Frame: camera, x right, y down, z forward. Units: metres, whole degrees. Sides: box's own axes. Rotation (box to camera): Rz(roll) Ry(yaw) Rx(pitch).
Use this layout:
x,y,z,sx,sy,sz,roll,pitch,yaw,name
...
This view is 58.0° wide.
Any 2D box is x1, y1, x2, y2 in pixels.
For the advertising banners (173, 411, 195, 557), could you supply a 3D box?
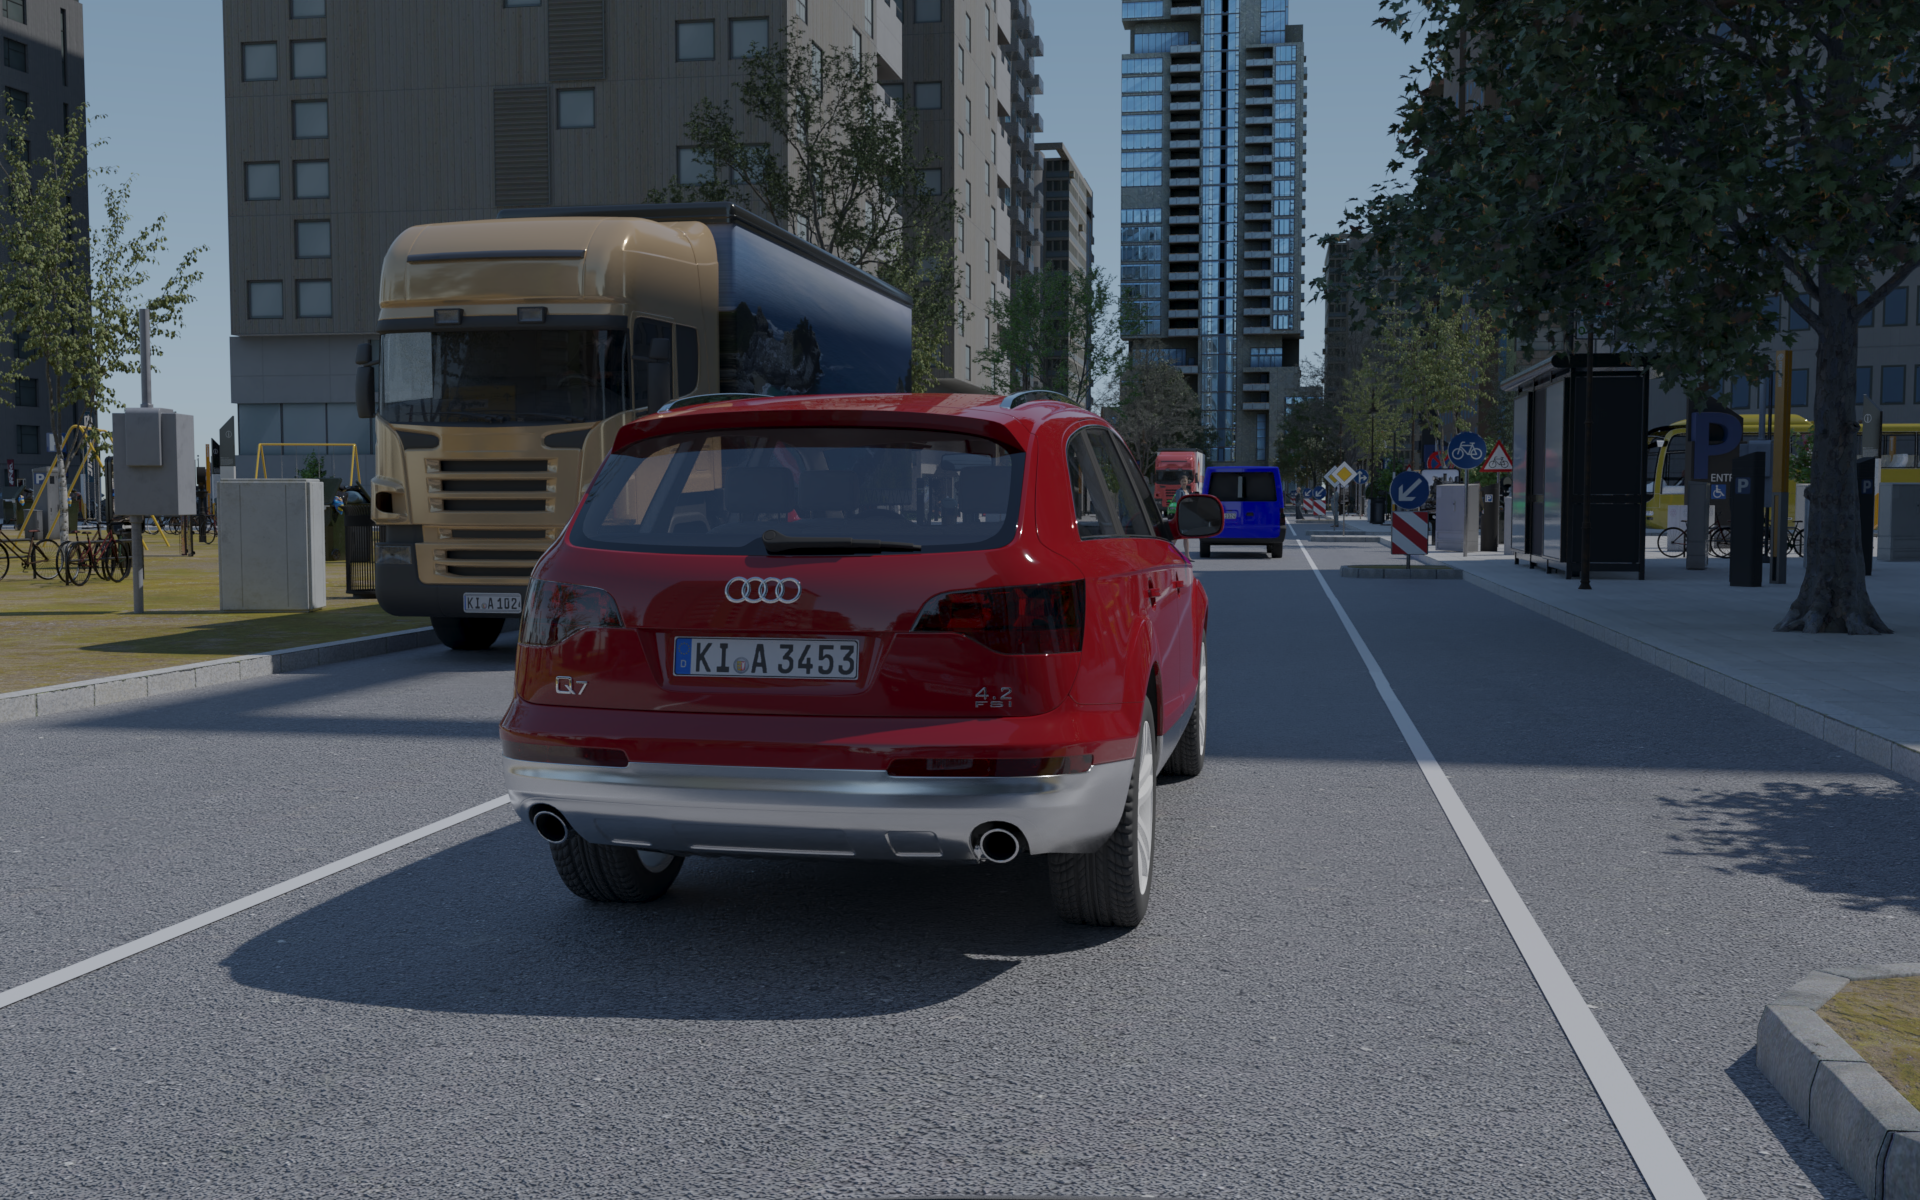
x,y,z,sx,sy,sz,roll,pitch,yaw,name
-16.229,-2.444,36.152,0.090,3.025,2.074,-2,4,-33,advertising banners

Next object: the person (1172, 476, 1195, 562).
x,y,z,sx,sy,sz,roll,pitch,yaw,name
4.689,-1.723,36.694,0.581,1.822,0.654,-3,5,-39,person

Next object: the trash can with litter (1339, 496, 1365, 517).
x,y,z,sx,sy,sz,roll,pitch,yaw,name
22.712,-5.375,98.945,2.233,1.210,1.678,0,4,-3,trash can with litter

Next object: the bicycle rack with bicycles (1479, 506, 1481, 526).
x,y,z,sx,sy,sz,roll,pitch,yaw,name
23.864,-3.890,76.987,2.852,0.926,2.925,2,4,27,bicycle rack with bicycles

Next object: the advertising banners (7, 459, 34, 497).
x,y,z,sx,sy,sz,roll,pitch,yaw,name
-46.881,-5.524,86.512,2.074,3.025,0.090,2,4,27,advertising banners

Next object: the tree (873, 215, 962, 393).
x,y,z,sx,sy,sz,roll,pitch,yaw,name
-1.773,-5.818,45.482,4.737,8.622,4.395,0,3,0,tree

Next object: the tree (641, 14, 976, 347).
x,y,z,sx,sy,sz,roll,pitch,yaw,name
-3.420,-6.143,34.856,8.767,10.594,7.601,1,4,19,tree

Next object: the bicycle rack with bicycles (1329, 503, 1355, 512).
x,y,z,sx,sy,sz,roll,pitch,yaw,name
27.927,-6.781,124.246,2.925,0.926,2.852,-3,5,-44,bicycle rack with bicycles

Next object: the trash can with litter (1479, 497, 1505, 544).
x,y,z,sx,sy,sz,roll,pitch,yaw,name
13.962,-2.019,44.402,1.055,1.170,0.624,-2,4,-26,trash can with litter

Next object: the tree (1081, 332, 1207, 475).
x,y,z,sx,sy,sz,roll,pitch,yaw,name
13.781,-13.487,130.877,12.009,13.543,11.850,0,3,0,tree

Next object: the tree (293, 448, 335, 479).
x,y,z,sx,sy,sz,roll,pitch,yaw,name
-26.937,-4.768,72.554,1.663,3.219,1.824,0,3,0,tree

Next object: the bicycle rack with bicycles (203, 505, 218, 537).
x,y,z,sx,sy,sz,roll,pitch,yaw,name
-17.658,-1.895,44.360,2.925,0.926,2.852,3,4,39,bicycle rack with bicycles

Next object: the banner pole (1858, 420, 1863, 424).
x,y,z,sx,sy,sz,roll,pitch,yaw,name
30.310,-4.196,58.624,0.401,3.779,0.863,0,4,2,banner pole

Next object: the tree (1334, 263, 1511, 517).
x,y,z,sx,sy,sz,roll,pitch,yaw,name
13.217,-5.947,47.593,4.737,8.622,4.395,0,3,0,tree

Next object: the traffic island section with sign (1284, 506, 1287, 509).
x,y,z,sx,sy,sz,roll,pitch,yaw,name
31.177,-9.317,160.968,1.989,1.847,2.006,1,4,10,traffic island section with sign

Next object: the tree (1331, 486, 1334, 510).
x,y,z,sx,sy,sz,roll,pitch,yaw,name
30.937,-9.029,142.218,1.663,3.219,1.824,0,3,0,tree

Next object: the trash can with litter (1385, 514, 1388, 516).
x,y,z,sx,sy,sz,roll,pitch,yaw,name
24.615,-5.485,100.731,2.233,1.210,1.678,0,4,0,trash can with litter

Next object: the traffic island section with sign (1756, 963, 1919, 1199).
x,y,z,sx,sy,sz,roll,pitch,yaw,name
2.899,0.302,3.695,1.989,1.847,2.006,1,4,10,traffic island section with sign

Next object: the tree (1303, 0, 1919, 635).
x,y,z,sx,sy,sz,roll,pitch,yaw,name
8.066,-6.049,15.903,9.611,12.733,9.660,0,3,0,tree

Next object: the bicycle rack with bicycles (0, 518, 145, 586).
x,y,z,sx,sy,sz,roll,pitch,yaw,name
-13.094,-0.731,25.337,2.852,0.926,2.925,1,4,9,bicycle rack with bicycles

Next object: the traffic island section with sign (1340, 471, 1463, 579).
x,y,z,sx,sy,sz,roll,pitch,yaw,name
7.673,-1.321,30.225,1.989,1.847,2.006,1,4,10,traffic island section with sign

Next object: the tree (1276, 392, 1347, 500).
x,y,z,sx,sy,sz,roll,pitch,yaw,name
35.566,-15.169,173.760,9.928,11.665,9.643,0,3,0,tree

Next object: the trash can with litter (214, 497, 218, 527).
x,y,z,sx,sy,sz,roll,pitch,yaw,name
-28.991,-3.476,68.226,0.624,1.170,1.055,-2,4,-34,trash can with litter

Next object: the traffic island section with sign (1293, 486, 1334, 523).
x,y,z,sx,sy,sz,roll,pitch,yaw,name
17.623,-4.704,85.543,1.989,1.847,2.006,1,4,10,traffic island section with sign

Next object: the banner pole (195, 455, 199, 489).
x,y,z,sx,sy,sz,roll,pitch,yaw,name
-48.852,-7.376,110.610,0.863,3.779,0.401,-3,5,-42,banner pole

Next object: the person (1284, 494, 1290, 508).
x,y,z,sx,sy,sz,roll,pitch,yaw,name
34.300,-10.696,183.477,1.348,1.812,0.705,0,4,5,person

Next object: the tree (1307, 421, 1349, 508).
x,y,z,sx,sy,sz,roll,pitch,yaw,name
35.083,-13.118,164.848,4.360,8.622,3.978,0,3,0,tree

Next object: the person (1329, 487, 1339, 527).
x,y,z,sx,sy,sz,roll,pitch,yaw,name
16.289,-4.089,75.532,0.466,1.800,0.511,-1,4,-13,person

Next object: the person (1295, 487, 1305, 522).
x,y,z,sx,sy,sz,roll,pitch,yaw,name
17.443,-4.900,89.039,0.534,1.772,0.576,-1,4,-16,person

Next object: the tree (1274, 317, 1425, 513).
x,y,z,sx,sy,sz,roll,pitch,yaw,name
26.637,-12.693,117.898,12.009,13.543,11.850,0,3,0,tree

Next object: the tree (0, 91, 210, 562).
x,y,z,sx,sy,sz,roll,pitch,yaw,name
-16.728,-5.027,32.552,4.737,8.622,4.395,0,3,0,tree

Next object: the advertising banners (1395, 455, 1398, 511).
x,y,z,sx,sy,sz,roll,pitch,yaw,name
19.289,-4.913,76.510,0.090,3.025,2.074,1,4,17,advertising banners

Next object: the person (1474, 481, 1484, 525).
x,y,z,sx,sy,sz,roll,pitch,yaw,name
16.400,-2.853,55.051,0.656,1.842,0.836,1,4,19,person

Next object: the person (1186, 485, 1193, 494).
x,y,z,sx,sy,sz,roll,pitch,yaw,name
9.254,-3.716,69.604,0.721,1.781,0.623,-2,4,-25,person

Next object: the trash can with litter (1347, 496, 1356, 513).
x,y,z,sx,sy,sz,roll,pitch,yaw,name
26.456,-6.413,116.234,0.624,1.170,1.055,-3,4,-36,trash can with litter

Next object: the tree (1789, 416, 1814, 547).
x,y,z,sx,sy,sz,roll,pitch,yaw,name
20.885,-2.912,42.214,1.663,3.219,1.824,0,3,0,tree

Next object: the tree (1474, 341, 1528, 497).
x,y,z,sx,sy,sz,roll,pitch,yaw,name
26.107,-8.033,81.703,4.360,8.622,3.978,0,3,0,tree

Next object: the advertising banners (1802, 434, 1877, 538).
x,y,z,sx,sy,sz,roll,pitch,yaw,name
25.118,-3.261,49.513,2.074,3.025,0.090,3,5,43,advertising banners

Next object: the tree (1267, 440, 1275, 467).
x,y,z,sx,sy,sz,roll,pitch,yaw,name
41.172,-17.651,205.607,9.611,12.733,9.660,0,3,0,tree

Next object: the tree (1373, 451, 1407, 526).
x,y,z,sx,sy,sz,roll,pitch,yaw,name
17.765,-4.642,70.492,1.663,3.219,1.824,0,3,0,tree

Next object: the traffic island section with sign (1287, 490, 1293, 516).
x,y,z,sx,sy,sz,roll,pitch,yaw,name
22.384,-6.327,112.076,1.989,1.847,2.006,1,4,10,traffic island section with sign

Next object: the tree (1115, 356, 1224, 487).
x,y,z,sx,sy,sz,roll,pitch,yaw,name
16.436,-13.855,143.533,9.611,12.733,9.660,0,3,0,tree

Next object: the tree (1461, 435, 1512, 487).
x,y,z,sx,sy,sz,roll,pitch,yaw,name
29.468,-6.891,96.374,4.285,4.588,4.351,0,3,0,tree

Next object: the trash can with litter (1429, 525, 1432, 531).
x,y,z,sx,sy,sz,roll,pitch,yaw,name
16.461,-3.013,60.318,1.678,1.210,2.233,2,4,32,trash can with litter

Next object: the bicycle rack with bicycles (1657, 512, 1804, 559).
x,y,z,sx,sy,sz,roll,pitch,yaw,name
15.924,-1.318,34.926,2.925,0.926,2.852,3,5,40,bicycle rack with bicycles

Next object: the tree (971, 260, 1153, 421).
x,y,z,sx,sy,sz,roll,pitch,yaw,name
4.327,-9.171,75.709,9.928,11.665,9.643,0,3,0,tree

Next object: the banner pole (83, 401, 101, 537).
x,y,z,sx,sy,sz,roll,pitch,yaw,name
-23.176,-3.443,46.309,0.401,3.779,0.863,0,4,3,banner pole
